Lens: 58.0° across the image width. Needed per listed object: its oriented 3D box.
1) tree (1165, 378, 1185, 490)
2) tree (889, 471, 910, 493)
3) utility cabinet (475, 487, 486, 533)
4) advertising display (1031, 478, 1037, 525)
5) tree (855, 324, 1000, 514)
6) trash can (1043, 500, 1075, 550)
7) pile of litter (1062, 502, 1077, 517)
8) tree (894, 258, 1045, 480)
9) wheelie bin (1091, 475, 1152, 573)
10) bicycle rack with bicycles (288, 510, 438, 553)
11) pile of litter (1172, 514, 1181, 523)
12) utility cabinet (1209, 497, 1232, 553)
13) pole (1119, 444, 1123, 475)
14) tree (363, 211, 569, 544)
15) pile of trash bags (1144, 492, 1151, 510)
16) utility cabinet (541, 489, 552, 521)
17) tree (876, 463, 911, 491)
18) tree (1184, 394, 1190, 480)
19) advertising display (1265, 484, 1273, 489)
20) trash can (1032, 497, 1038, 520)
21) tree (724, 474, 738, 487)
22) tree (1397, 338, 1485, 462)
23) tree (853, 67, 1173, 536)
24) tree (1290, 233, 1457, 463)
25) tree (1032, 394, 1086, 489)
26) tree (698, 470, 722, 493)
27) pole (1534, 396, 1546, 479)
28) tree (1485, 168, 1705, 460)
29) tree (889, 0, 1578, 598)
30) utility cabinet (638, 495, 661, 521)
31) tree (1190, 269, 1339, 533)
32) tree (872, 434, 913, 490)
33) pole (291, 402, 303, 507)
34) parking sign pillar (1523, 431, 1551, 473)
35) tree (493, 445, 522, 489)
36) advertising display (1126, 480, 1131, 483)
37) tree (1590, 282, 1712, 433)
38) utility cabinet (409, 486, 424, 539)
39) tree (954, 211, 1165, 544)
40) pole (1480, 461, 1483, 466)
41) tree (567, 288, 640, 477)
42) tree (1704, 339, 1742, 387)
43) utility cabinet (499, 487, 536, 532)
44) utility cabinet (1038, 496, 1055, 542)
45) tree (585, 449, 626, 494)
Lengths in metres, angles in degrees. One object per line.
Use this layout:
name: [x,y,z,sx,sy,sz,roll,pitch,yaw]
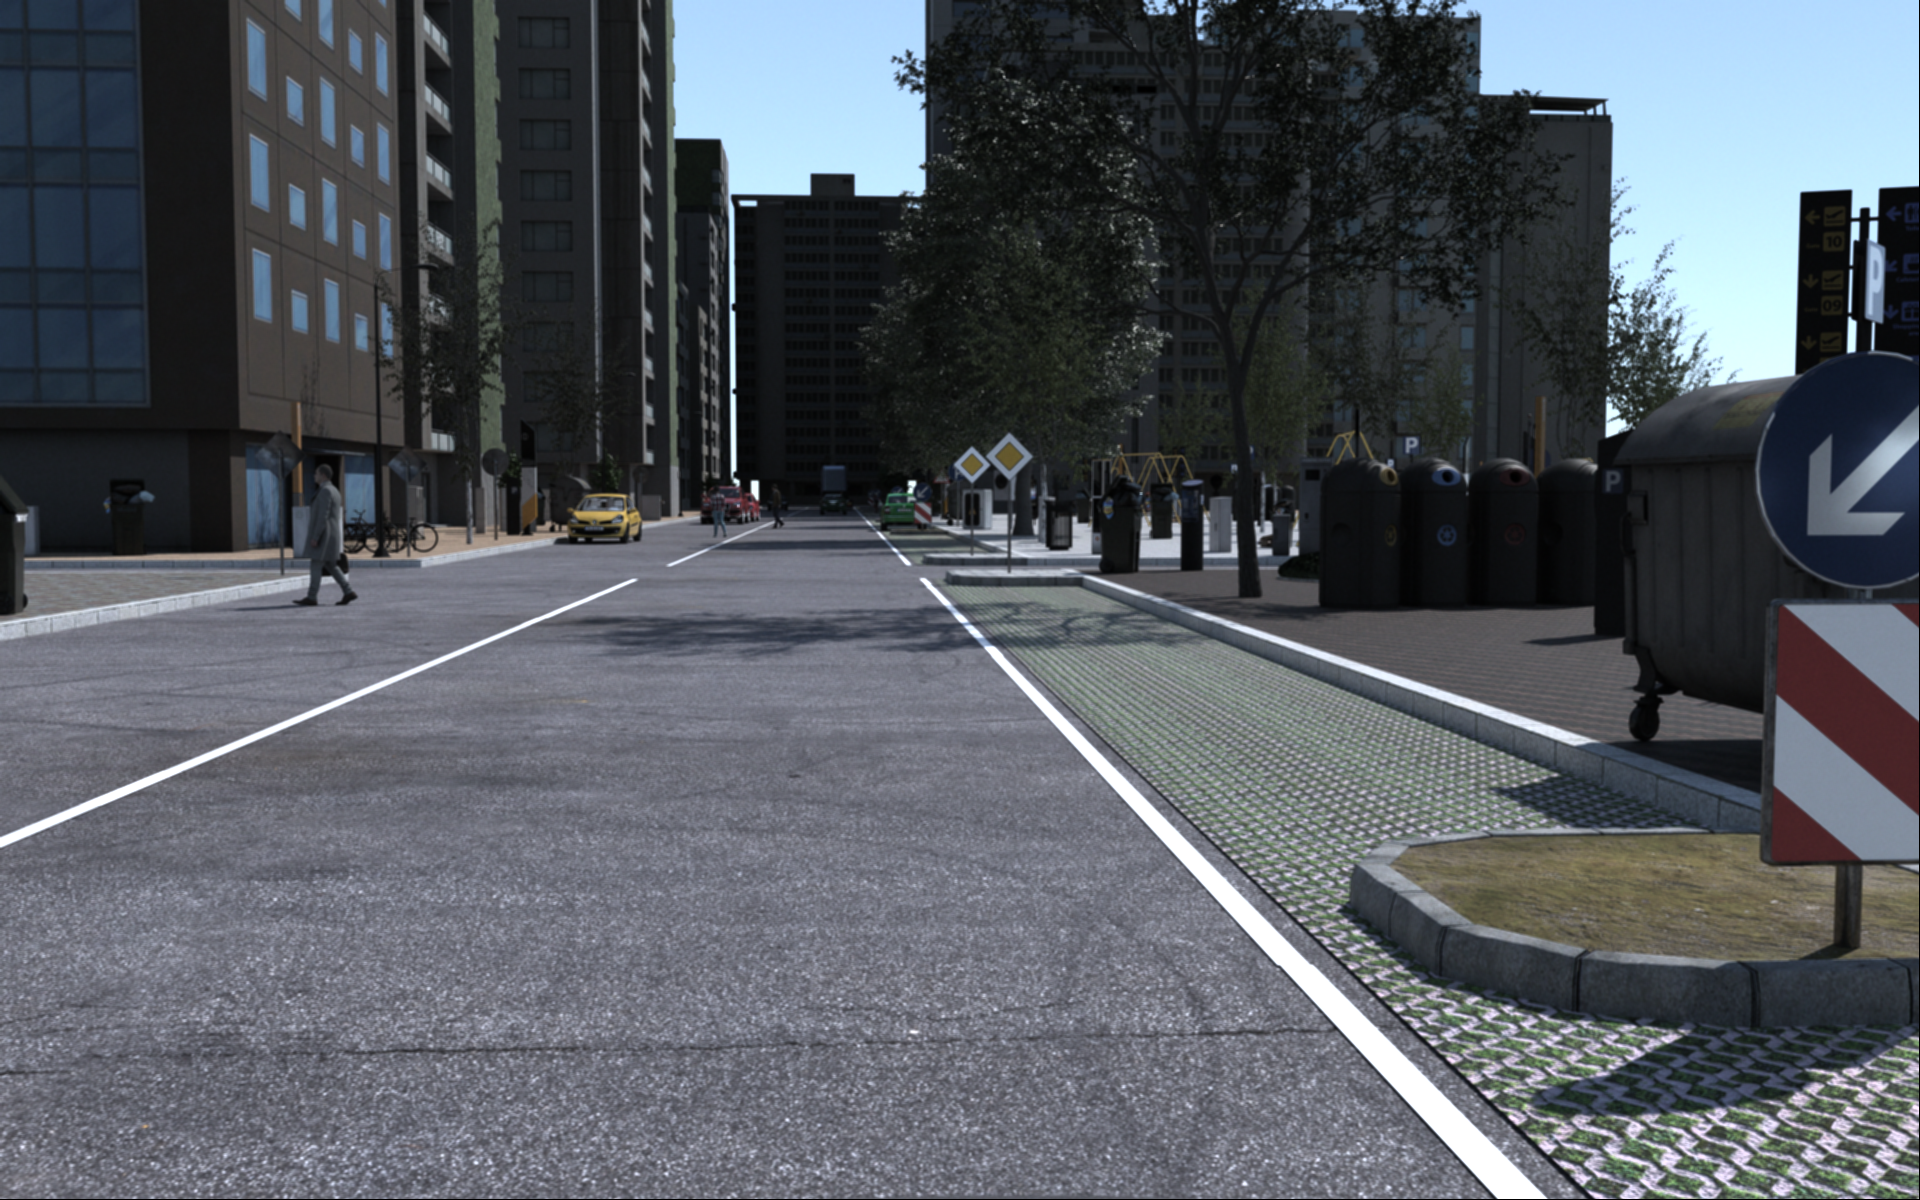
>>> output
tree: [13.785,-9.449,104.848,4.737,8.622,4.395,0,3,0]
tree: [-4.987,-9.298,146.624,1.663,3.219,1.824,0,3,0]
utility cabinet: [-15.665,-2.929,56.571,0.318,1.500,1.173,-1,4,-13]
advertising display: [2.731,-4.018,70.914,0.974,1.923,0.123,-3,4,-36]
tree: [-1.649,-12.348,112.254,12.009,13.543,11.850,0,3,0]
trash can: [2.268,-1.713,39.655,0.748,1.137,0.748,0,3,0]
pile of litter: [6.233,-5.243,99.681,1.176,0.858,1.719,1,4,18]
tree: [0.661,-9.768,77.832,7.486,12.596,7.792,0,3,0]
wheelie bin: [2.647,-1.247,28.294,0.693,1.594,0.980,1,4,19]
bicycle rack with bicycles: [-13.029,-1.525,38.311,2.925,0.926,2.852,0,4,-4]
pile of litter: [9.541,-3.929,78.211,1.719,0.858,1.176,0,4,1]
utility cabinet: [5.770,-1.668,38.430,0.306,1.237,1.020,0,4,-4]
pole: [6.486,-4.654,69.933,0.158,3.312,0.155,0,3,0]
tree: [-12.824,-5.740,44.206,4.360,8.622,3.978,0,3,0]
pile of trash bags: [10.602,-4.781,87.928,1.912,1.369,3.447,-3,4,-38]
utility cabinet: [-19.346,-4.399,80.604,1.173,1.500,0.318,-1,4,-16]
tree: [-6.082,-10.739,159.302,4.285,4.588,4.351,0,3,0]
tree: [15.175,-8.701,92.623,4.737,8.622,4.395,0,3,0]
advertising display: [19.605,-6.489,111.308,0.974,1.923,0.123,0,4,-8]
trash can: [3.645,-4.634,87.422,0.748,1.137,0.748,0,3,0]
tree: [-21.728,-10.306,163.111,1.663,3.219,1.824,0,3,0]
tree: [22.936,-8.078,82.432,4.737,8.622,4.395,0,3,0]
tree: [2.061,-8.973,53.364,9.857,13.997,8.962,0,3,0]
tree: [11.361,-6.001,48.477,4.360,8.622,3.978,0,3,0]
tree: [4.489,-8.568,90.448,4.360,8.622,3.978,0,3,0]
tree: [-19.604,-8.577,134.839,1.663,3.219,1.824,0,3,0]
pole: [12.118,-2.592,36.223,0.158,3.312,0.155,0,3,0]
tree: [14.308,-5.483,40.003,4.360,8.622,3.978,0,3,0]
tree: [3.565,-5.333,21.607,8.767,10.594,7.601,-1,4,-13]
utility cabinet: [-14.975,-4.429,83.574,1.020,1.237,0.306,0,4,-3]
tree: [10.325,-6.552,57.483,4.737,8.622,4.395,0,3,0]
tree: [-5.615,-12.356,152.384,4.737,8.622,4.395,0,3,0]
pole: [-14.758,-2.735,38.566,0.158,3.312,0.155,0,3,0]
parking sign pillar: [24.876,-5.268,74.601,1.447,3.967,1.447,-2,4,-24]
tree: [-17.466,-4.504,68.248,1.663,3.219,1.824,0,3,0]
advertising display: [7.625,-4.538,79.402,0.123,1.923,0.974,-1,4,-18]
tree: [24.110,-6.772,61.084,4.737,8.622,4.395,0,3,0]
utility cabinet: [-15.391,-2.465,48.975,0.318,1.500,1.173,-1,4,-9]
tree: [2.079,-5.740,44.208,4.737,8.622,4.395,0,3,0]
pole: [32.374,-6.962,107.671,0.158,3.312,0.155,0,3,0]
tree: [-14.048,-6.886,62.945,4.360,8.622,3.978,0,3,0]
tree: [27.484,-7.123,66.825,4.360,8.622,3.978,0,3,0]
utility cabinet: [-14.950,-3.049,58.537,1.173,1.500,0.318,-2,4,-30]
utility cabinet: [2.330,-2.151,46.323,0.306,1.237,1.020,1,4,13]
tree: [-15.076,-4.822,73.445,1.663,3.219,1.824,0,3,0]
